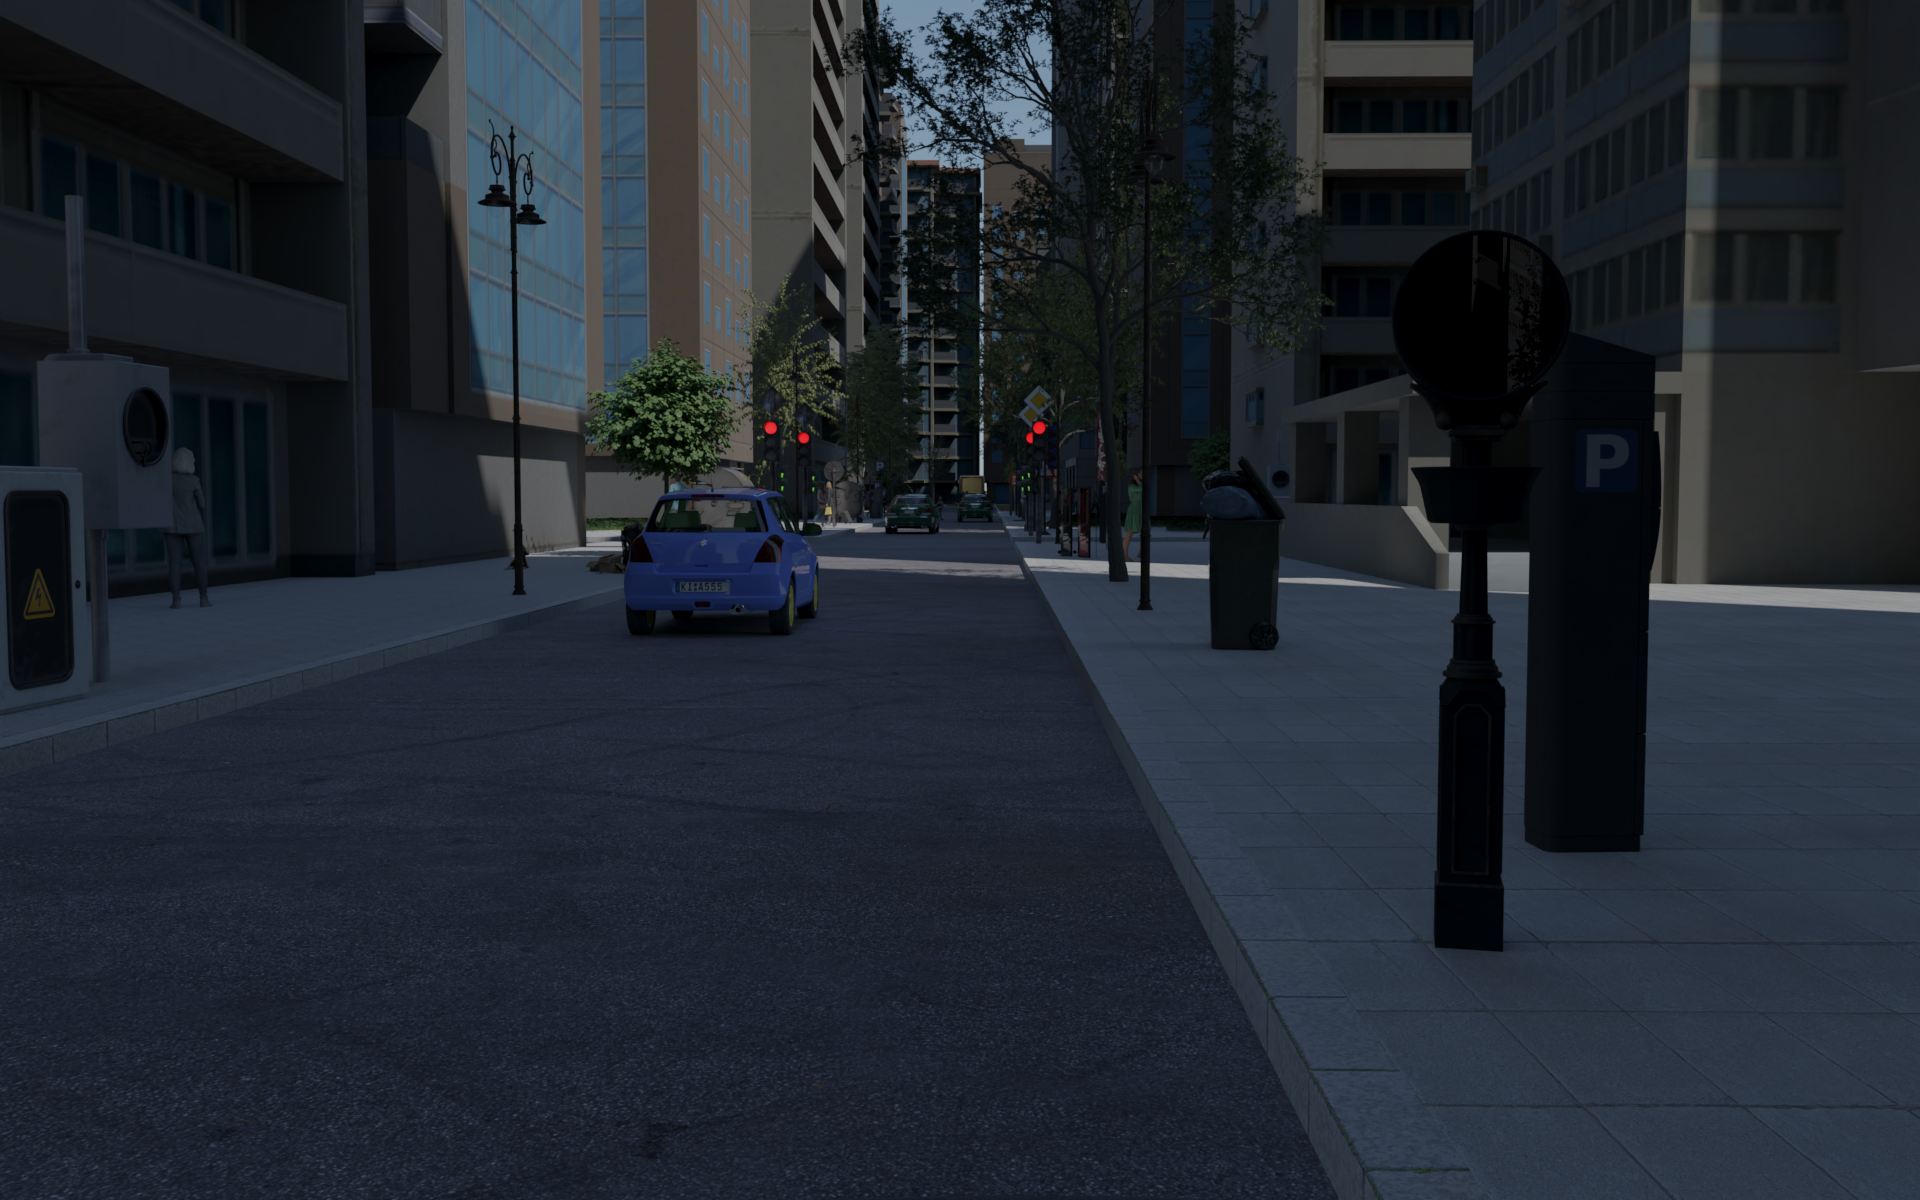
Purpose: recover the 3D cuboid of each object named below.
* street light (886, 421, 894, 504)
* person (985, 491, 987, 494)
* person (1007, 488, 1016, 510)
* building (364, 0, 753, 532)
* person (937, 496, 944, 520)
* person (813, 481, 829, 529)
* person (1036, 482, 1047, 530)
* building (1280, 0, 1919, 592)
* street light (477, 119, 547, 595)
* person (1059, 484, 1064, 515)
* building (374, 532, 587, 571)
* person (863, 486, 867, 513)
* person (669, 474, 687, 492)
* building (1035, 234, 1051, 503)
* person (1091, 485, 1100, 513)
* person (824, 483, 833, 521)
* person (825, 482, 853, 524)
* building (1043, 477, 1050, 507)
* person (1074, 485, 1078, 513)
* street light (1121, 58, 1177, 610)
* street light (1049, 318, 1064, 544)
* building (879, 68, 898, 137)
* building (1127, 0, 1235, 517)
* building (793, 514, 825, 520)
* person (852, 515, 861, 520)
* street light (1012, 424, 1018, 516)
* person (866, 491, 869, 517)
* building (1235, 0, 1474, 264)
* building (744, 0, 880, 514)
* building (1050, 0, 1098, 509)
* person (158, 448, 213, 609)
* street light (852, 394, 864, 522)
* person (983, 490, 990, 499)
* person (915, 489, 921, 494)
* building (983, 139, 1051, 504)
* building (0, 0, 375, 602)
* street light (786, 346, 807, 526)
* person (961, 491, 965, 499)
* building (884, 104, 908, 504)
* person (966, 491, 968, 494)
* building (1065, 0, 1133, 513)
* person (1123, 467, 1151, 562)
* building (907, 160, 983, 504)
[{"bbox_3d":[-4.307,-8.160,106.200,0.468,5.910,1.993,0,4,1],"label":"street light"},{"bbox_3d":[2.147,-8.760,152.546,0.721,1.723,1.217,-3,4,-38],"label":"person"},{"bbox_3d":[4.207,-8.121,138.826,0.705,1.822,1.348,3,4,36],"label":"person"},{"bbox_3d":[-16.364,-25.685,70.054,14.600,45.320,14.200,0,4,1],"label":"building"},{"bbox_3d":[-1.067,-4.986,94.296,0.640,1.303,0.475,2,4,35],"label":"person"},{"bbox_3d":[-5.163,-3.491,63.715,0.643,1.750,0.593,0,4,5],"label":"person"},{"bbox_3d":[2.877,-3.321,61.174,0.643,1.720,0.563,-2,4,-28],"label":"person"},{"bbox_3d":[22.594,-20.598,28.661,32.217,40.220,23.993,0,4,1],"label":"building"},{"bbox_3d":[-5.617,-3.003,21.893,0.468,5.910,1.993,0,4,1],"label":"street light"},{"bbox_3d":[5.093,-4.935,87.073,0.599,1.781,0.374,-3,5,-45],"label":"person"},{"bbox_3d":[-15.943,-23.515,34.575,14.200,45.320,14.600,0,4,1],"label":"building"},{"bbox_3d":[-6.694,-7.007,120.575,0.573,1.828,0.580,-3,4,-38],"label":"person"},{"bbox_3d":[-7.206,-2.343,44.370,0.620,1.820,0.660,3,5,40],"label":"person"},{"bbox_3d":[15.371,-25.808,193.656,14.160,30.474,14.107,0,4,1],"label":"building"},{"bbox_3d":[7.180,-5.173,91.018,0.834,1.777,0.661,1,4,13],"label":"person"},{"bbox_3d":[-6.272,-4.692,82.783,0.654,1.822,0.581,1,4,13],"label":"person"},{"bbox_3d":[-5.201,-4.103,73.336,1.509,1.804,0.699,-3,4,-39],"label":"person"},{"bbox_3d":[23.907,-29.490,174.049,32.217,40.220,23.993,0,4,1],"label":"building"},{"bbox_3d":[6.305,-5.270,92.797,0.593,1.750,0.643,2,4,33],"label":"person"},{"bbox_3d":[2.048,-2.826,18.998,0.468,5.910,1.993,0,4,1],"label":"street light"},{"bbox_3d":[2.517,-4.380,44.405,0.468,5.910,1.993,0,4,1],"label":"street light"},{"bbox_3d":[-17.270,-31.162,164.116,22.147,44.769,28.867,0,4,1],"label":"building"},{"bbox_3d":[16.246,-26.888,89.734,14.600,45.320,14.200,0,4,1],"label":"building"},{"bbox_3d":[-17.808,-28.877,95.834,21.300,48.544,21.600,0,4,1],"label":"building"},{"bbox_3d":[-5.024,-4.770,84.577,0.519,1.759,0.362,1,4,22],"label":"person"},{"bbox_3d":[3.332,-7.909,102.099,0.468,5.910,1.993,0,4,1],"label":"street light"},{"bbox_3d":[-4.932,-5.389,94.904,0.466,1.731,0.760,-3,5,-41],"label":"person"},{"bbox_3d":[21.775,-27.106,66.879,21.600,48.544,21.300,0,4,1],"label":"building"},{"bbox_3d":[-17.731,-31.506,138.819,21.300,48.544,21.600,0,4,1],"label":"building"},{"bbox_3d":[18.231,-36.983,146.671,21.231,58.520,28.212,0,4,1],"label":"building"},{"bbox_3d":[-8.792,-0.816,19.562,0.537,1.800,0.526,0,4,-3],"label":"person"},{"bbox_3d":[-4.748,-6.578,80.345,0.468,5.910,1.993,0,4,1],"label":"street light"},{"bbox_3d":[2.064,-8.616,149.896,1.217,1.766,0.721,-1,4,-20],"label":"person"},{"bbox_3d":[-3.499,-8.396,143.987,0.551,1.740,0.621,0,4,1],"label":"person"},{"bbox_3d":[10.106,-34.941,221.388,14.200,45.320,14.600,0,4,1],"label":"building"},{"bbox_3d":[-20.094,-23.975,15.693,21.300,48.544,21.600,0,4,1],"label":"building"},{"bbox_3d":[-5.103,-4.980,54.208,0.468,5.910,1.993,0,4,1],"label":"street light"},{"bbox_3d":[0.371,-7.632,134.760,0.593,1.643,0.415,0,4,2],"label":"person"},{"bbox_3d":[-13.333,-33.272,194.102,14.200,45.320,14.600,0,4,1],"label":"building"},{"bbox_3d":[0.599,-8.737,152.066,1.217,1.735,0.721,0,4,5],"label":"person"},{"bbox_3d":[17.878,-41.454,116.029,20.563,71.187,20.611,0,4,1],"label":"building"},{"bbox_3d":[3.344,-1.624,32.835,0.529,1.795,0.600,2,4,25],"label":"person"},{"bbox_3d":[-11.506,-34.898,225.213,28.867,44.769,22.147,0,4,1],"label":"building"}]
